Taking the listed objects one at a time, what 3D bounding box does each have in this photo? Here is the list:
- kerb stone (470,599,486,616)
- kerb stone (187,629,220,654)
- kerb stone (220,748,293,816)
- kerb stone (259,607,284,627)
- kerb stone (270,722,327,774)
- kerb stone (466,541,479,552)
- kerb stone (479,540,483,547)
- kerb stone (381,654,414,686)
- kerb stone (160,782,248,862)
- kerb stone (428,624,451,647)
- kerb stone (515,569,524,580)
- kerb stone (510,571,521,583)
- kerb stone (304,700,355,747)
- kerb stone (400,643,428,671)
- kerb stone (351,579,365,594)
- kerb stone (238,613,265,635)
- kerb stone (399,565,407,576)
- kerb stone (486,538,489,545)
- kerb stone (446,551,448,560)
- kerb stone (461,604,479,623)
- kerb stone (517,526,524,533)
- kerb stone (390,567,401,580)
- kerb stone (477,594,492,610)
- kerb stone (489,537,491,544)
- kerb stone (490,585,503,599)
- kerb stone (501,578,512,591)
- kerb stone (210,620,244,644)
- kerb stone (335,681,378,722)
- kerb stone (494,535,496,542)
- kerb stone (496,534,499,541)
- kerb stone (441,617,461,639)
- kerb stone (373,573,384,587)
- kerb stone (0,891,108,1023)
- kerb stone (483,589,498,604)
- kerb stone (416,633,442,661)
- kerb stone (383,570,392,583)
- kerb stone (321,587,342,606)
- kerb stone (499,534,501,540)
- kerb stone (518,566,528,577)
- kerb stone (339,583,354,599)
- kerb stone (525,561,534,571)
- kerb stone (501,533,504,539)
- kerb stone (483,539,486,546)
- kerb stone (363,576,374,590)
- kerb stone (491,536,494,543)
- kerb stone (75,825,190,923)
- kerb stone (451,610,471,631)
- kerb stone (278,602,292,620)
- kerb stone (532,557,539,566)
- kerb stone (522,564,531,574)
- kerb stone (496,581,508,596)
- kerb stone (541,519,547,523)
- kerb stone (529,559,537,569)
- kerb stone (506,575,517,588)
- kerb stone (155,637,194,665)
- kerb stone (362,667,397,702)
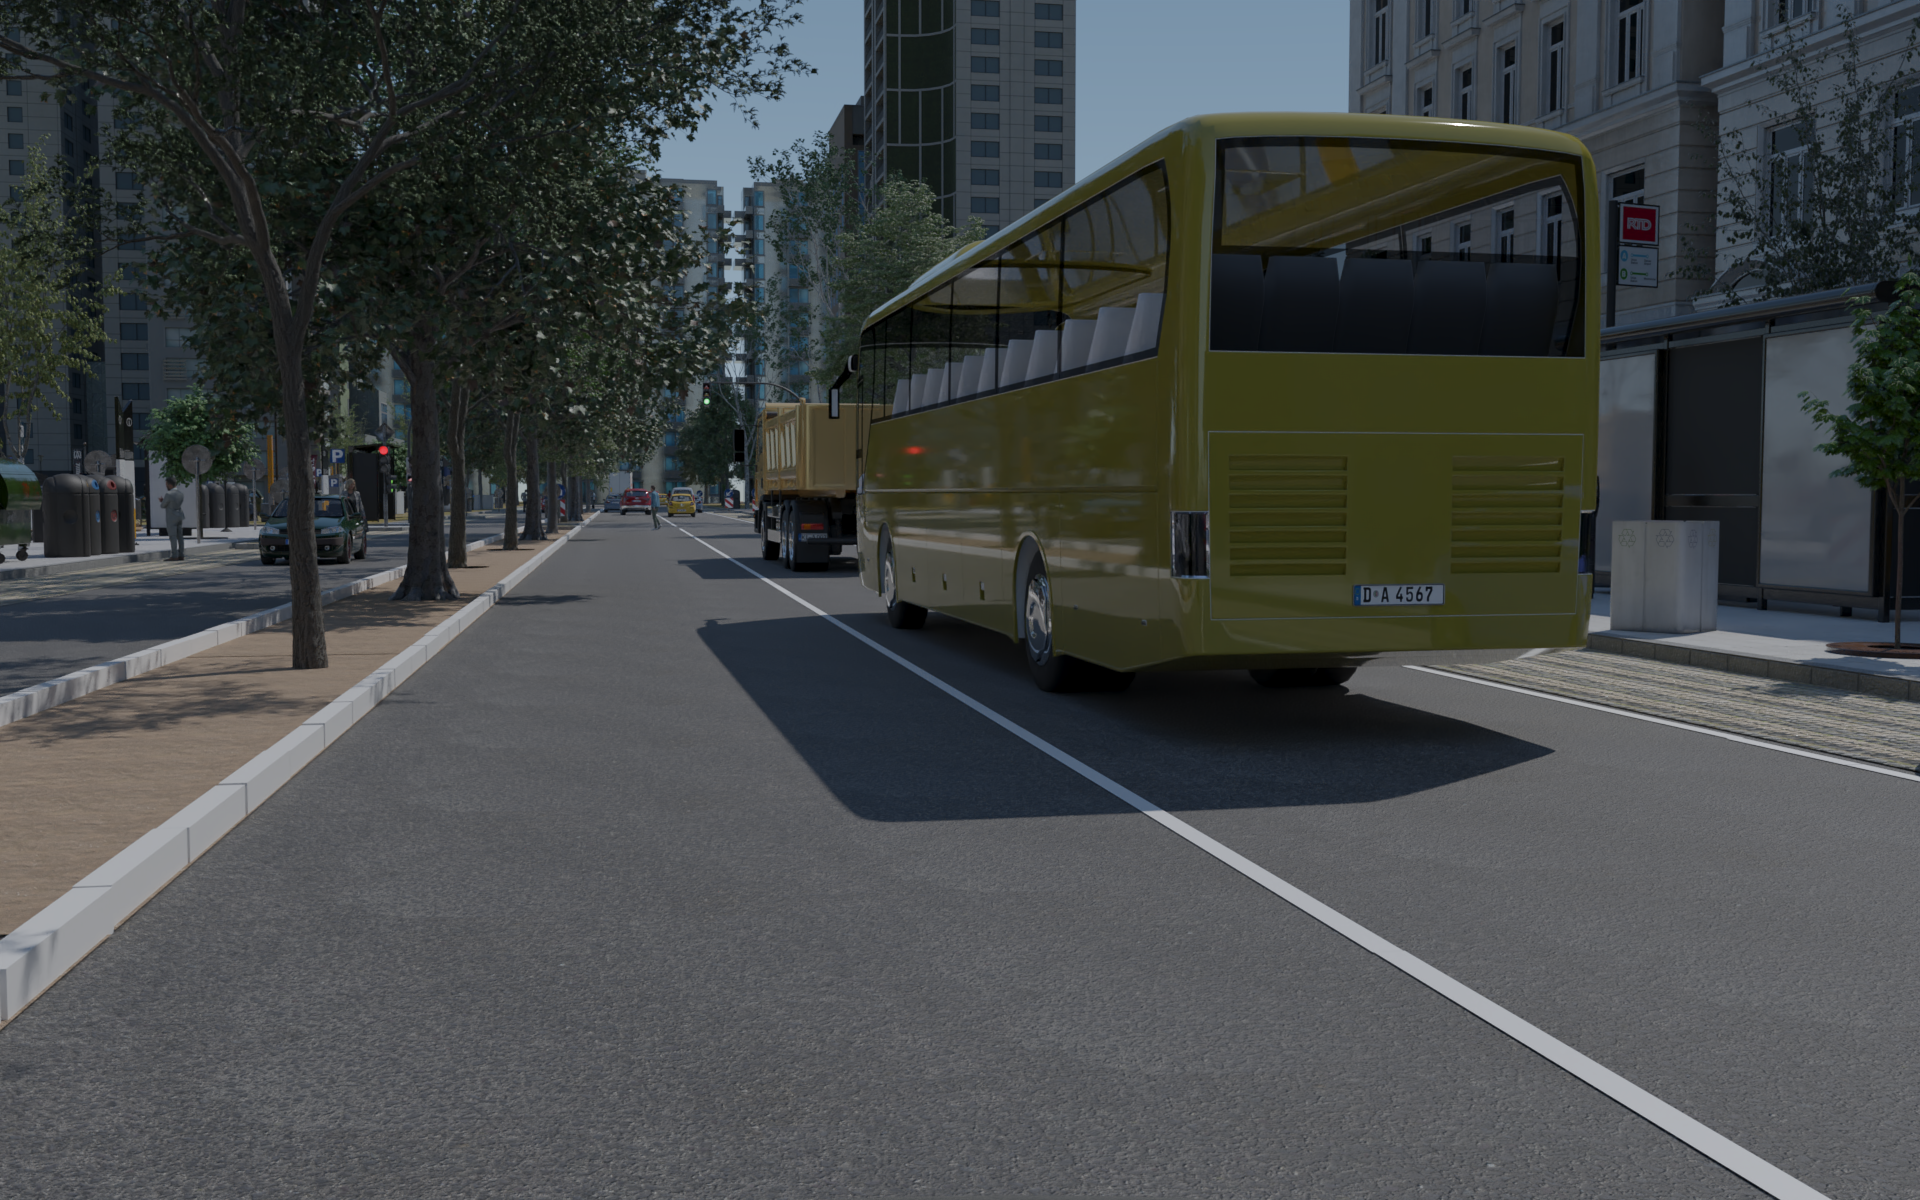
[{"bbox_3d":[-5.682,0.120,20.266,0.120,0.150,1.000,-1,4,-11],"label":"kerb stone"},{"bbox_3d":[-6.958,0.398,15.806,0.120,0.150,1.000,-1,4,-11],"label":"kerb stone"},{"bbox_3d":[-3.322,0.857,8.180,0.120,0.150,1.000,-1,4,-11],"label":"kerb stone"},{"bbox_3d":[-7.537,0.207,18.819,0.120,0.150,1.000,-1,4,-11],"label":"kerb stone"},{"bbox_3d":[-3.524,0.805,9.191,0.120,0.150,1.000,-1,4,-11],"label":"kerb stone"},{"bbox_3d":[-12.647,-1.389,44.969,0.120,0.150,1.000,-1,4,-11],"label":"kerb stone"},{"bbox_3d":[-12.841,-1.453,45.975,0.120,0.150,1.000,-1,4,-11],"label":"kerb stone"},{"bbox_3d":[-4.307,0.550,13.215,0.120,0.150,1.000,-1,4,-11],"label":"kerb stone"},{"bbox_3d":[-3.128,0.923,7.166,0.120,0.150,1.000,-1,4,-11],"label":"kerb stone"},{"bbox_3d":[-4.906,0.364,16.243,0.120,0.150,1.000,-1,4,-11],"label":"kerb stone"},{"bbox_3d":[-7.255,-0.374,28.318,0.120,0.150,1.000,-1,4,-11],"label":"kerb stone"},{"bbox_3d":[-7.055,-0.312,27.299,0.120,0.150,1.000,-1,4,-11],"label":"kerb stone"},{"bbox_3d":[-3.717,0.735,10.196,0.120,0.150,1.000,-1,4,-11],"label":"kerb stone"},{"bbox_3d":[-4.506,0.492,14.223,0.120,0.150,1.000,-1,4,-11],"label":"kerb stone"},{"bbox_3d":[-8.718,-0.162,24.854,0.120,0.150,1.000,-1,4,-11],"label":"kerb stone"},{"bbox_3d":[-7.343,0.270,17.815,0.120,0.150,1.000,-1,4,-11],"label":"kerb stone"},{"bbox_3d":[-9.705,-0.467,29.873,0.120,0.150,1.000,-1,4,-11],"label":"kerb stone"},{"bbox_3d":[-13.235,-1.577,47.991,0.120,0.150,1.000,-1,4,-11],"label":"kerb stone"},{"bbox_3d":[-11.467,-1.015,38.924,0.120,0.150,1.000,-1,4,-11],"label":"kerb stone"},{"bbox_3d":[-5.485,0.180,19.258,0.120,0.150,1.000,-1,4,-11],"label":"kerb stone"},{"bbox_3d":[-16.965,-2.745,67.079,0.120,0.150,1.000,-1,4,-11],"label":"kerb stone"},{"bbox_3d":[-9.491,-0.408,28.873,0.120,0.150,1.000,-1,4,-11],"label":"kerb stone"},{"bbox_3d":[-5.875,0.057,21.270,0.120,0.150,1.000,-1,4,-11],"label":"kerb stone"},{"bbox_3d":[-13.429,-1.639,48.999,0.120,0.150,1.000,-1,4,-11],"label":"kerb stone"},{"bbox_3d":[-6.279,-0.066,23.280,0.120,0.150,1.000,-1,4,-11],"label":"kerb stone"},{"bbox_3d":[-6.667,-0.189,25.292,0.120,0.150,1.000,-1,4,-11],"label":"kerb stone"},{"bbox_3d":[-7.150,0.329,16.811,0.120,0.150,1.000,-1,4,-11],"label":"kerb stone"},{"bbox_3d":[-3.915,0.672,11.205,0.120,0.150,1.000,-1,4,-11],"label":"kerb stone"},{"bbox_3d":[-13.829,-1.762,51.003,0.120,0.150,1.000,-1,4,-11],"label":"kerb stone"},{"bbox_3d":[-14.020,-1.823,52.007,0.120,0.150,1.000,-1,4,-11],"label":"kerb stone"},{"bbox_3d":[-5.099,0.303,17.246,0.120,0.150,1.000,-1,4,-11],"label":"kerb stone"},{"bbox_3d":[-9.107,-0.286,26.866,0.120,0.150,1.000,-1,4,-11],"label":"kerb stone"},{"bbox_3d":[-2.731,1.042,5.161,0.120,0.150,1.000,-1,4,-11],"label":"kerb stone"},{"bbox_3d":[-6.078,-0.005,22.271,0.120,0.150,1.000,-1,4,-11],"label":"kerb stone"},{"bbox_3d":[-4.700,0.429,15.242,0.120,0.150,1.000,-1,4,-11],"label":"kerb stone"},{"bbox_3d":[-9.311,-0.342,27.867,0.120,0.150,1.000,-1,4,-11],"label":"kerb stone"},{"bbox_3d":[-8.328,-0.040,22.845,0.120,0.150,1.000,-1,4,-11],"label":"kerb stone"},{"bbox_3d":[-14.210,-1.885,53.011,0.120,0.150,1.000,-1,4,-11],"label":"kerb stone"},{"bbox_3d":[-7.453,-0.436,29.321,0.120,0.150,1.000,-1,4,-11],"label":"kerb stone"},{"bbox_3d":[-8.518,-0.101,23.852,0.120,0.150,1.000,-1,4,-11],"label":"kerb stone"},{"bbox_3d":[-7.839,-0.559,31.328,0.120,0.150,1.000,-1,4,-11],"label":"kerb stone"},{"bbox_3d":[-14.411,-1.946,54.013,0.120,0.150,1.000,-1,4,-11],"label":"kerb stone"},{"bbox_3d":[-13.030,-1.516,46.988,0.120,0.150,1.000,-1,4,-11],"label":"kerb stone"},{"bbox_3d":[-8.917,-0.224,25.861,0.120,0.150,1.000,-1,4,-11],"label":"kerb stone"},{"bbox_3d":[-13.623,-1.701,50.002,0.120,0.150,1.000,-1,4,-11],"label":"kerb stone"},{"bbox_3d":[-2.936,0.981,6.162,0.120,0.150,1.000,-1,4,-11],"label":"kerb stone"},{"bbox_3d":[-5.289,0.241,18.255,0.120,0.150,1.000,-1,4,-11],"label":"kerb stone"},{"bbox_3d":[-7.735,0.148,19.822,0.120,0.150,1.000,-1,4,-11],"label":"kerb stone"},{"bbox_3d":[-8.238,-0.677,33.344,0.120,0.150,1.000,-1,4,-11],"label":"kerb stone"},{"bbox_3d":[-7.651,-0.497,30.323,0.120,0.150,1.000,-1,4,-11],"label":"kerb stone"},{"bbox_3d":[-6.464,-0.128,24.290,0.120,0.150,1.000,-1,4,-11],"label":"kerb stone"},{"bbox_3d":[-20.797,-3.950,86.770,0.120,0.150,1.000,-1,4,-11],"label":"kerb stone"},{"bbox_3d":[-8.036,-0.619,32.331,0.120,0.150,1.000,-1,4,-11],"label":"kerb stone"},{"bbox_3d":[-6.858,-0.250,26.296,0.120,0.150,1.000,-1,4,-11],"label":"kerb stone"},{"bbox_3d":[-6.756,0.452,14.799,0.120,0.150,1.000,-1,4,-11],"label":"kerb stone"},{"bbox_3d":[-4.113,0.614,12.208,0.120,0.150,1.000,-1,4,-11],"label":"kerb stone"}]
